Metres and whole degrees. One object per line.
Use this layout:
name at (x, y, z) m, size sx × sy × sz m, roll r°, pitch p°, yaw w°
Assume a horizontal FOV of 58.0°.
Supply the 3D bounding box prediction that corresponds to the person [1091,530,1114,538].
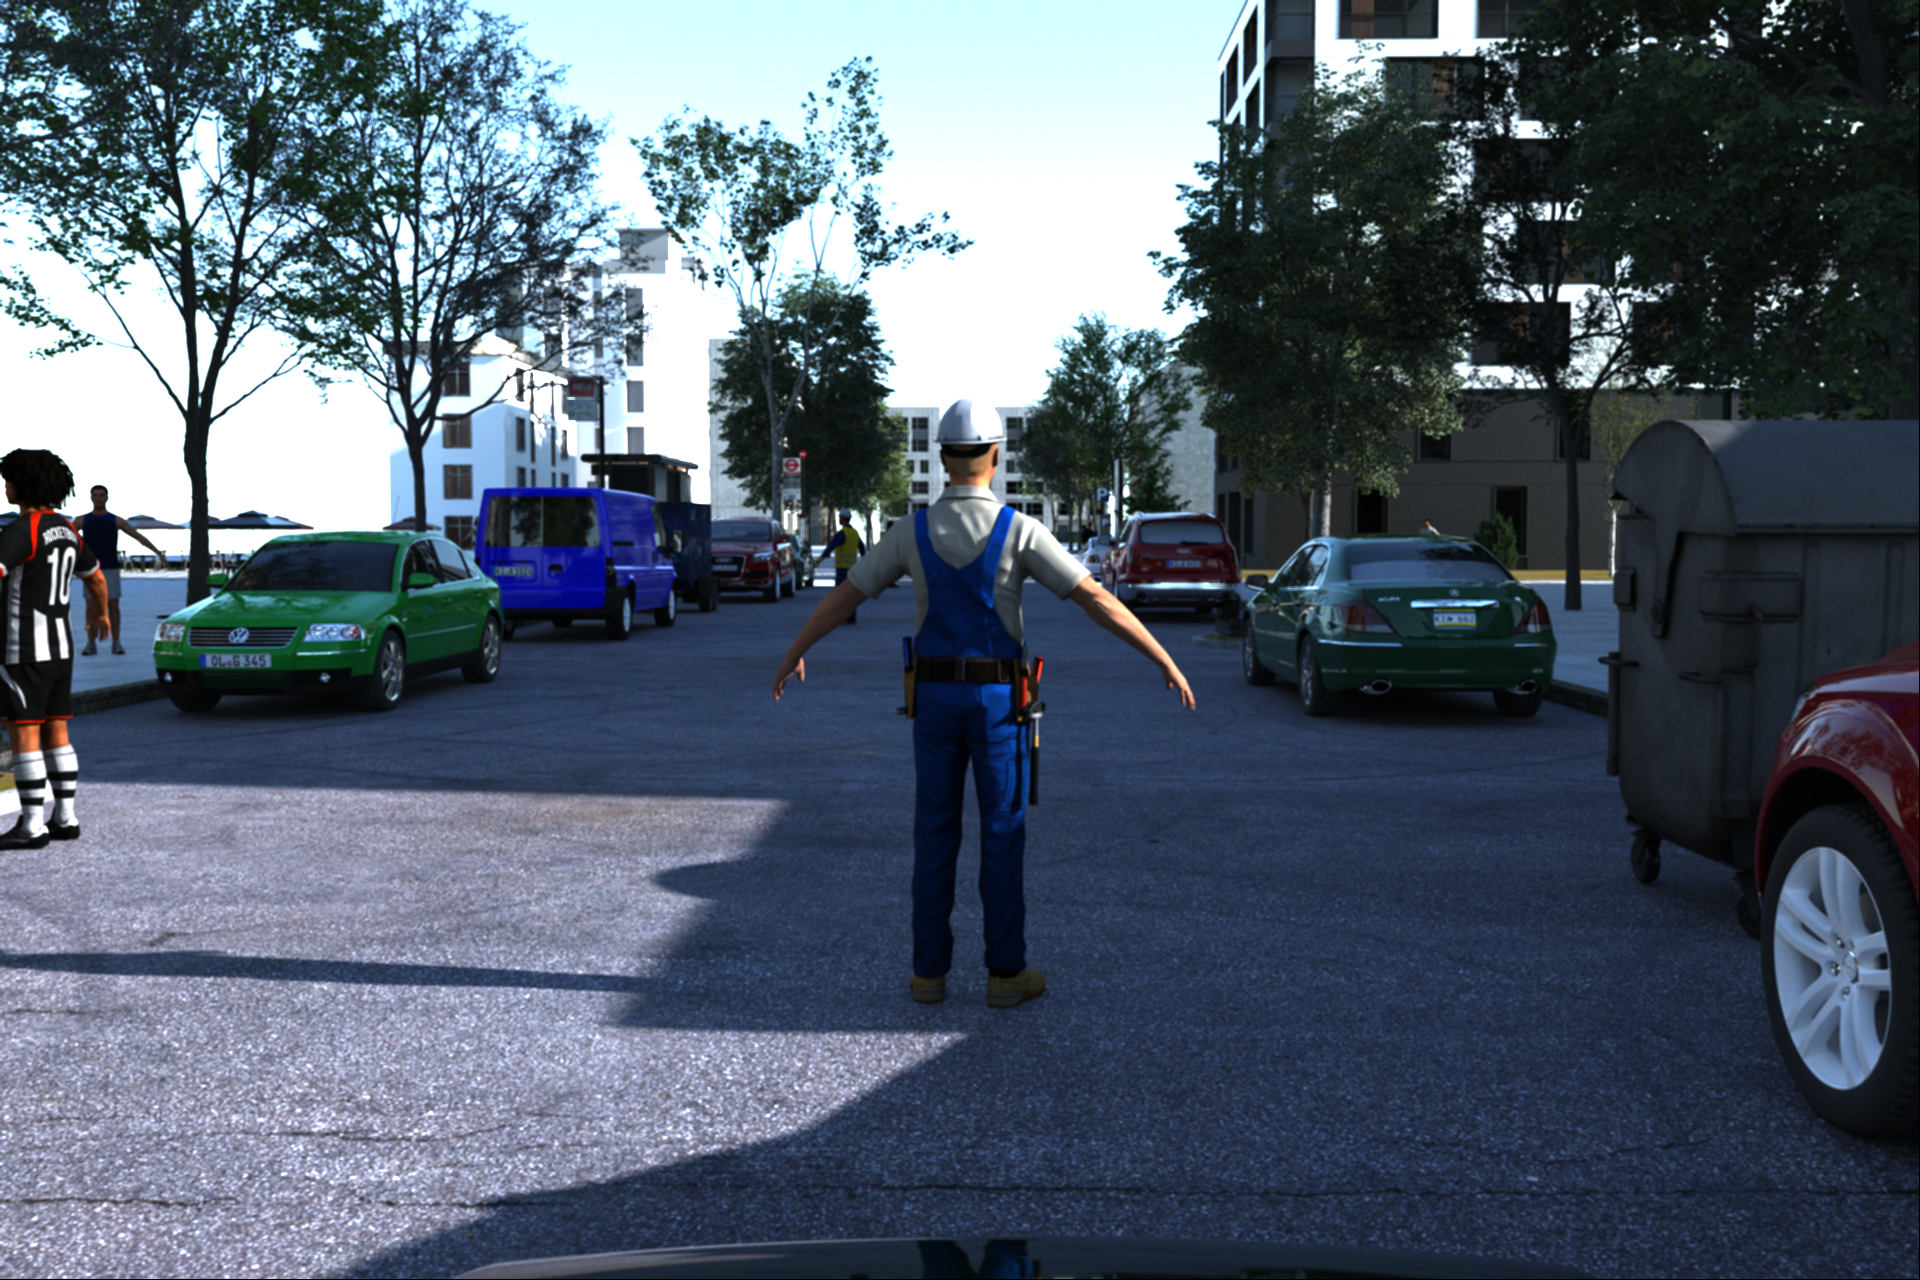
person at (5.622, -3.778, 68.232) m, size 1.216 × 1.772 × 0.721 m, roll 1°, pitch 4°, yaw 19°

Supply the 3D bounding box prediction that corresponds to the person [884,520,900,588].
person at (-1.841, -2.310, 46.498) m, size 0.705 × 1.796 × 1.348 m, roll -2°, pitch 4°, yaw -31°

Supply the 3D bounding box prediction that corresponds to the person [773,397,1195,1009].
person at (0.037, 0.182, 5.330) m, size 1.347 × 1.847 × 0.705 m, roll 1°, pitch 4°, yaw 14°

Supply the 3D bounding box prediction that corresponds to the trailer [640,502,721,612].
trailer at (-5.277, -1.487, 31.366) m, size 1.471 × 1.999 × 3.904 m, roll 0°, pitch 4°, yaw 1°

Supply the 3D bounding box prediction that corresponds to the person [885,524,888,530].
person at (-2.261, -2.695, 52.978) m, size 0.721 × 1.772 × 1.216 m, roll 1°, pitch 4°, yaw 21°

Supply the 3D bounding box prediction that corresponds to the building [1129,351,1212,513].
building at (27.947, -21.561, 183.452) m, size 19.493 × 23.208 × 18.063 m, roll 0°, pitch 4°, yaw 1°

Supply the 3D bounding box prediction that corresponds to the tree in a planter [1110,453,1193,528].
tree in a planter at (4.233, -2.516, 38.362) m, size 1.991 × 3.239 × 1.994 m, roll 0°, pitch 4°, yaw 0°

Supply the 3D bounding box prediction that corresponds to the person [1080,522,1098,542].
person at (5.964, -4.499, 79.496) m, size 1.347 × 1.837 × 0.705 m, roll -3°, pitch 5°, yaw -41°

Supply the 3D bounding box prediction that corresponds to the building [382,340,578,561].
building at (-24.188, -8.996, 89.227) m, size 9.099 × 9.664 × 28.070 m, roll 0°, pitch 3°, yaw 0°

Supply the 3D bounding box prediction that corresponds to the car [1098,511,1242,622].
car at (3.567, -1.297, 29.885) m, size 2.281 × 1.827 × 5.304 m, roll 0°, pitch 4°, yaw 1°

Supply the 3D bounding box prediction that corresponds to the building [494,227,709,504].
building at (-22.751, -15.404, 108.272) m, size 16.016 × 20.090 × 11.380 m, roll 0°, pitch 4°, yaw 1°

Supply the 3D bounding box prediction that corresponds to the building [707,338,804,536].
building at (-24.911, -18.696, 172.143) m, size 16.747 × 18.905 × 31.486 m, roll 0°, pitch 3°, yaw 0°

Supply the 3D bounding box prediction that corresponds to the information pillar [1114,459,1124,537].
information pillar at (5.036, -3.892, 54.942) m, size 0.184 × 3.620 × 1.656 m, roll 0°, pitch 4°, yaw 1°

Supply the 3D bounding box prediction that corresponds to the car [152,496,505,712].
car at (-5.432, -0.404, 15.400) m, size 1.959 × 1.807 × 4.718 m, roll 0°, pitch 4°, yaw 1°

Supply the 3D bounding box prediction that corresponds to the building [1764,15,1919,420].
building at (25.728, -17.576, 33.488) m, size 12.429 × 33.558 × 17.177 m, roll 0°, pitch 4°, yaw 0°

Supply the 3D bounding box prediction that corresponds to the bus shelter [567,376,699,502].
bus shelter at (-8.830, -4.222, 46.665) m, size 2.179 × 5.291 × 8.768 m, roll 0°, pitch 4°, yaw 1°

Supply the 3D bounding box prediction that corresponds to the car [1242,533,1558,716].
car at (3.639, -0.198, 15.043) m, size 2.131 × 1.459 × 4.920 m, roll 0°, pitch 4°, yaw 0°

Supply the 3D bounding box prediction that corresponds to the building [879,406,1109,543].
building at (4.776, -23.058, 245.920) m, size 31.486 × 18.905 × 16.747 m, roll 0°, pitch 4°, yaw 1°

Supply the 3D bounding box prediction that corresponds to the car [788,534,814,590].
car at (-4.948, -2.102, 46.173) m, size 2.131 × 1.459 × 4.920 m, roll 0°, pitch 4°, yaw 1°

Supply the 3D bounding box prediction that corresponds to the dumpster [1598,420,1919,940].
dumpster at (3.528, 0.100, 6.581) m, size 1.865 × 1.857 × 1.264 m, roll 0°, pitch 3°, yaw 0°

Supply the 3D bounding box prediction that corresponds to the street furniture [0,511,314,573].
street furniture at (-31.060, -3.301, 59.002) m, size 14.083 × 1.986 × 27.439 m, roll 1°, pitch 4°, yaw 11°

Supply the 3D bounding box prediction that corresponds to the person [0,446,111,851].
person at (-4.277, 0.039, 7.971) m, size 0.704 × 1.843 × 1.345 m, roll 0°, pitch 4°, yaw 7°

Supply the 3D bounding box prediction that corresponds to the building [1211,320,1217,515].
building at (27.969, -15.528, 120.341) m, size 16.747 × 18.905 × 31.486 m, roll 0°, pitch 4°, yaw 1°

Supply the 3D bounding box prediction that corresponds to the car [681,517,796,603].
car at (-4.791, -1.789, 37.917) m, size 2.281 × 1.827 × 5.304 m, roll 0°, pitch 4°, yaw 1°

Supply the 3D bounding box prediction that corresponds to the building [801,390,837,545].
building at (-24.713, -22.811, 203.894) m, size 19.493 × 23.208 × 18.063 m, roll 0°, pitch 4°, yaw 2°

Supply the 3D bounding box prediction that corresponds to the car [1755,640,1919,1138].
car at (3.071, 0.377, 2.508) m, size 2.281 × 1.827 × 5.304 m, roll 0°, pitch 4°, yaw 1°

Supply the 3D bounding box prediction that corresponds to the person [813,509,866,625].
person at (-1.834, -1.160, 27.392) m, size 0.705 × 1.833 × 1.349 m, roll 2°, pitch 4°, yaw 32°

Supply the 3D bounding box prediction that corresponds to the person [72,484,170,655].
person at (-9.152, -0.752, 18.458) m, size 1.345 × 1.807 × 0.704 m, roll -1°, pitch 4°, yaw -23°

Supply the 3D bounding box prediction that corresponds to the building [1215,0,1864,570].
building at (25.068, -14.249, 76.952) m, size 27.936 × 21.610 × 32.646 m, roll 0°, pitch 4°, yaw 1°

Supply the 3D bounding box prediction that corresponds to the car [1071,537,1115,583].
car at (4.022, -2.058, 46.009) m, size 2.083 × 1.381 × 4.827 m, roll 0°, pitch 4°, yaw 0°

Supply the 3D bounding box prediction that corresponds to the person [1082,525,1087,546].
person at (6.380, -4.941, 87.502) m, size 0.721 × 1.740 × 1.216 m, roll -1°, pitch 4°, yaw -9°
